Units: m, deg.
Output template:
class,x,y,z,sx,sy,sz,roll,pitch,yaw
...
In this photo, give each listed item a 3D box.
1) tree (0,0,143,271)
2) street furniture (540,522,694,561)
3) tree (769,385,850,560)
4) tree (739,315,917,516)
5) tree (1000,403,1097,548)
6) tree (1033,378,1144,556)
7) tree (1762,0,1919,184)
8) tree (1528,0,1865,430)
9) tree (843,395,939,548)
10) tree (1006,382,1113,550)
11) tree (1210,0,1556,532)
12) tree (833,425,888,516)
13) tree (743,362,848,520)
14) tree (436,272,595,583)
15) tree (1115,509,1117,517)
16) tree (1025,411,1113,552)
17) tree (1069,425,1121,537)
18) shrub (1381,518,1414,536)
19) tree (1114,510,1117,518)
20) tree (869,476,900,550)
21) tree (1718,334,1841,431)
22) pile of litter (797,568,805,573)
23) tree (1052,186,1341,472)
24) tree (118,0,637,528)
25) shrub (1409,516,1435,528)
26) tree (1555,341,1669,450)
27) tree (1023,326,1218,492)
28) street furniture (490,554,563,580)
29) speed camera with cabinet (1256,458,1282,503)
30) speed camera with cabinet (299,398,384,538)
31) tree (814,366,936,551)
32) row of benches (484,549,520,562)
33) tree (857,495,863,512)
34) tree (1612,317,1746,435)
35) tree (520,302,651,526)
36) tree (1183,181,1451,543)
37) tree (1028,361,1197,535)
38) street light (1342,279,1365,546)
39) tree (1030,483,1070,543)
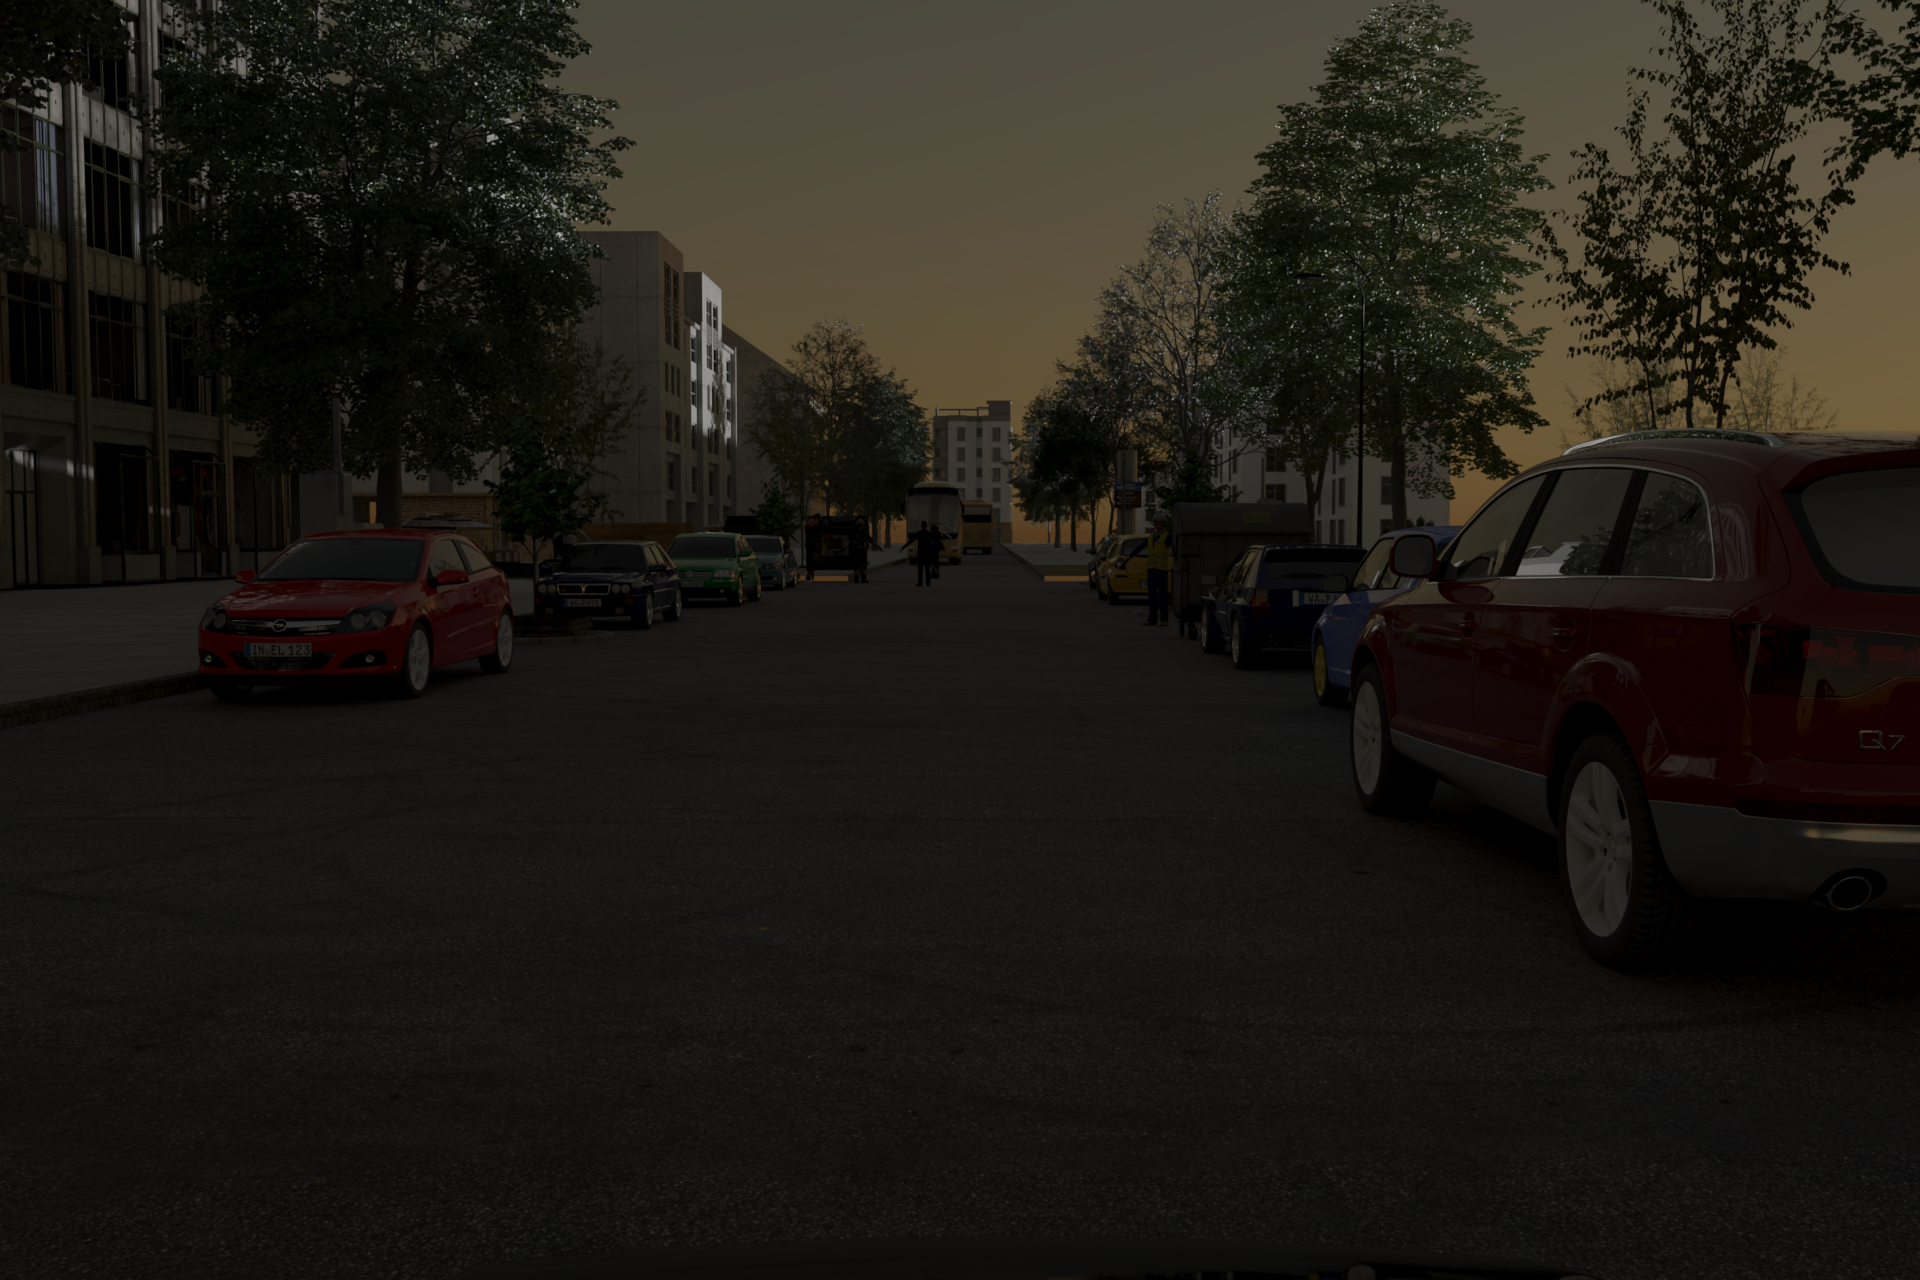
class,x,y,z,sx,sy,sz,roll,pitch,yaw
tree,-11.628,-6.604,14.638,9.857,13.997,8.962,0,3,0
street furniture,-12.145,-3.811,69.165,9.812,1.723,11.010,-1,4,-17
tree,-7.929,-8.312,86.265,4.360,8.622,3.978,0,3,0
tree,-7.363,-11.416,97.029,12.009,13.543,11.850,0,3,0
tree,8.817,-15.373,158.007,9.857,13.997,8.962,0,3,0
tree,7.374,-10.060,98.895,7.601,10.594,8.767,-3,4,-37
tree,10.260,-5.375,13.633,9.928,11.665,9.643,0,3,0
tree,9.415,-4.384,22.039,4.737,8.622,4.395,0,3,0
tree,-6.485,-15.222,155.528,9.857,13.997,8.962,0,3,0
tree,9.083,-14.023,139.642,12.009,13.543,11.850,0,3,0
tree,9.241,-7.318,37.773,7.486,12.596,7.792,0,3,0
tree,-7.589,-10.215,117.381,4.360,8.622,3.978,0,3,0
tree,-7.314,-7.613,74.833,4.737,8.622,4.395,0,3,0
tree,-11.208,-5.768,44.672,4.737,8.622,4.395,0,3,0
tree,24.577,-18.365,250.621,4.360,8.622,3.978,0,3,0
tree,7.879,-11.529,122.915,7.601,10.594,8.767,-2,4,-33
tree,8.375,-9.655,108.215,4.360,8.622,3.978,0,3,0
shrub,16.586,-3.704,64.981,1.690,2.028,1.600,0,3,0
tree,24.228,-18.100,246.293,4.360,8.622,3.978,0,3,0
tree,-6.653,-11.779,142.954,4.360,8.622,3.978,0,3,0
tree,29.427,-6.924,63.577,4.360,8.622,3.978,0,3,0
pile of litter,-5.698,-2.632,56.998,1.176,0.858,1.719,0,4,2
tree,8.439,-9.276,62.027,12.009,13.543,11.850,0,3,0
tree,-11.114,-7.737,33.156,9.857,13.997,8.962,0,3,0
shrub,17.791,-3.812,66.739,1.690,2.028,1.600,0,3,0
tree,25.341,-7.037,65.413,4.360,8.622,3.978,0,3,0
tree,7.287,-8.663,76.057,8.767,10.594,7.601,-1,4,-20
street furniture,-11.847,-2.314,53.463,5.734,0.657,10.072,1,4,17
speed camera with cabinet,8.029,-3.053,44.256,0.660,3.252,2.038,0,4,1
speed camera with cabinet,-9.270,-1.937,26.010,0.660,3.252,2.038,0,3,0
tree,-6.568,-13.711,130.829,9.857,13.997,8.962,0,3,0
row of benches,-18.695,-3.372,70.598,1.422,0.672,4.104,0,4,-1
tree,-13.736,-19.516,244.846,9.928,11.665,9.643,0,3,0
tree,23.499,-6.586,58.037,4.360,8.622,3.978,0,3,0
tree,-11.382,-6.127,50.536,4.737,8.622,4.395,0,3,0
tree,10.172,-7.563,49.404,9.928,11.665,9.643,0,3,0
tree,7.612,-9.342,87.155,8.767,10.594,7.601,-1,4,-15
street light,7.686,-3.566,30.847,1.470,5.913,1.316,0,4,1
tree,12.986,-20.018,245.424,7.486,12.596,7.792,0,3,0
